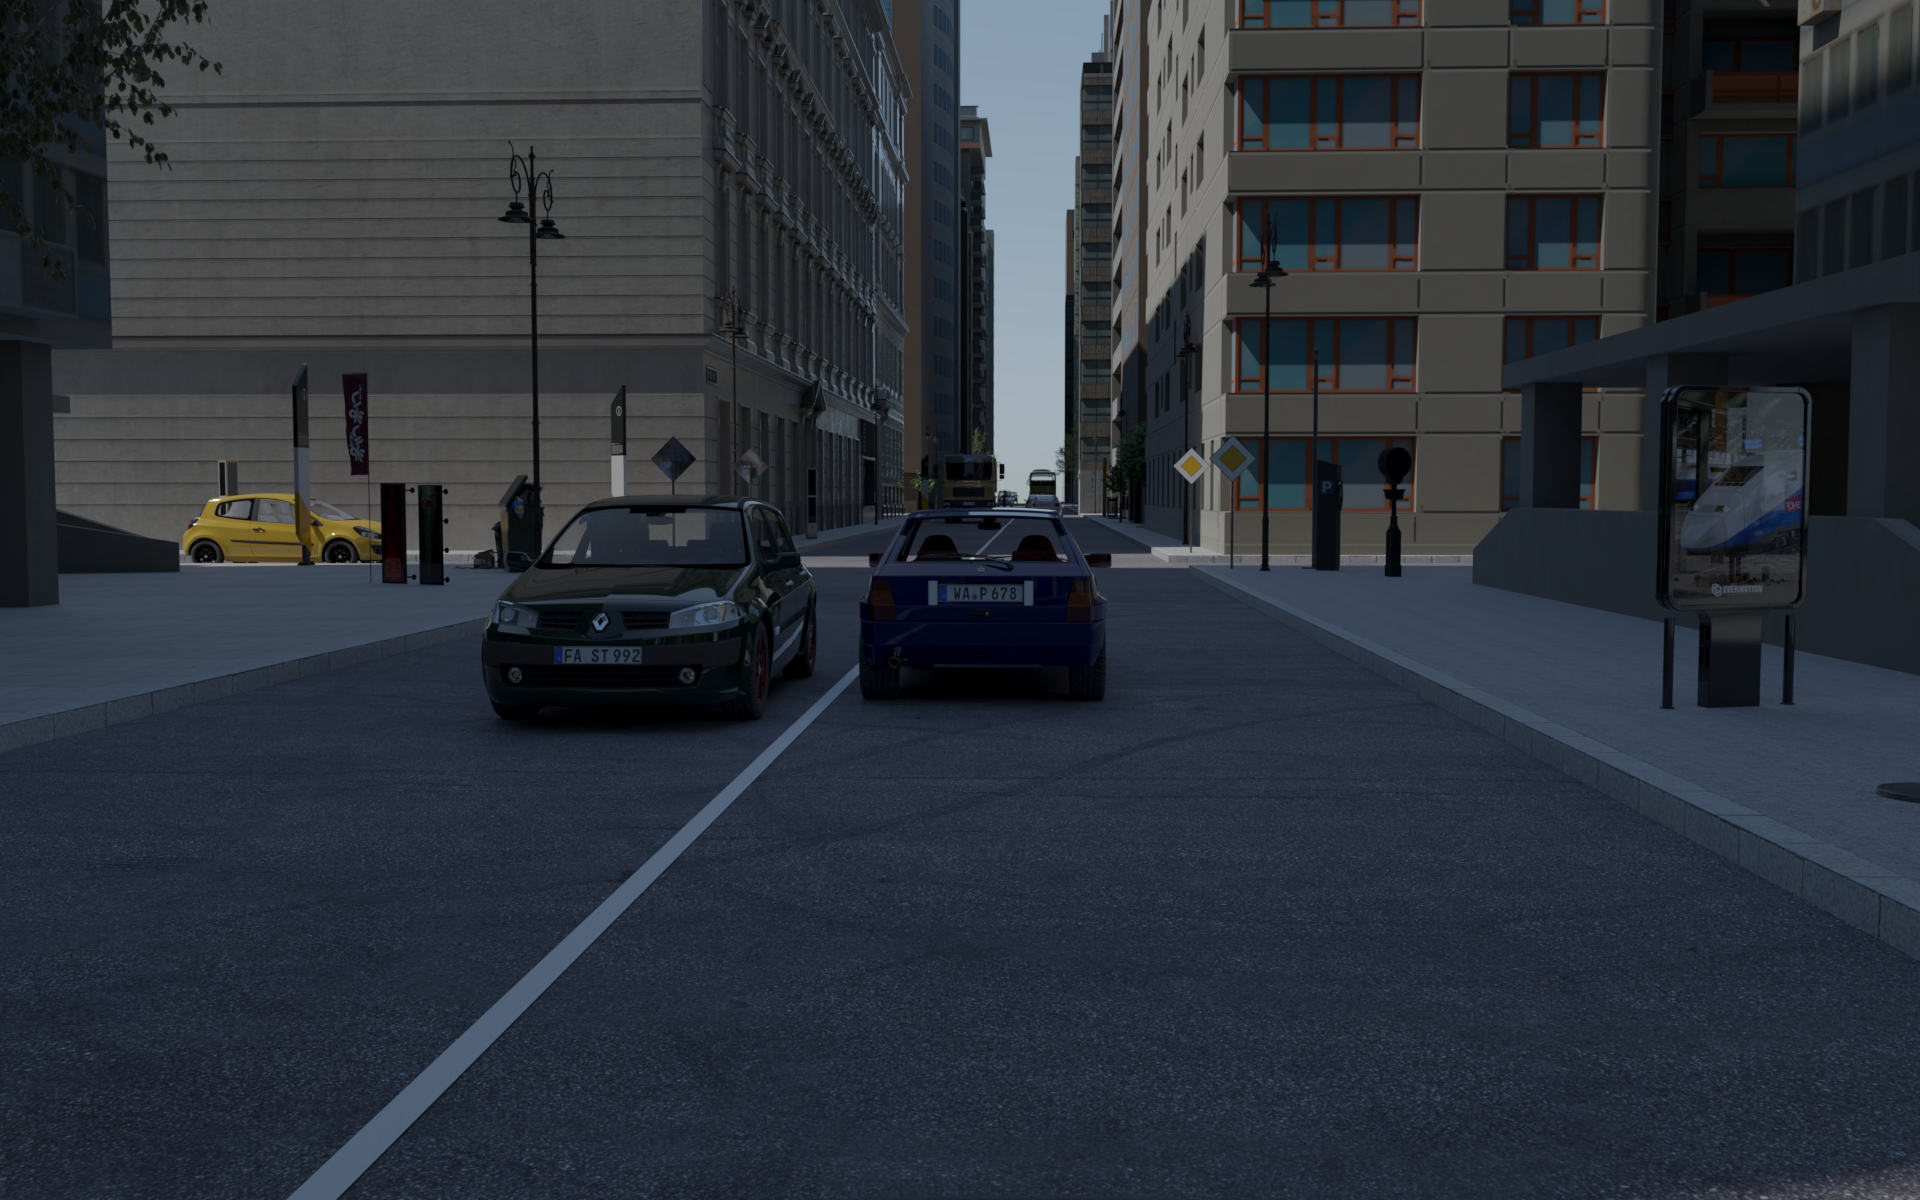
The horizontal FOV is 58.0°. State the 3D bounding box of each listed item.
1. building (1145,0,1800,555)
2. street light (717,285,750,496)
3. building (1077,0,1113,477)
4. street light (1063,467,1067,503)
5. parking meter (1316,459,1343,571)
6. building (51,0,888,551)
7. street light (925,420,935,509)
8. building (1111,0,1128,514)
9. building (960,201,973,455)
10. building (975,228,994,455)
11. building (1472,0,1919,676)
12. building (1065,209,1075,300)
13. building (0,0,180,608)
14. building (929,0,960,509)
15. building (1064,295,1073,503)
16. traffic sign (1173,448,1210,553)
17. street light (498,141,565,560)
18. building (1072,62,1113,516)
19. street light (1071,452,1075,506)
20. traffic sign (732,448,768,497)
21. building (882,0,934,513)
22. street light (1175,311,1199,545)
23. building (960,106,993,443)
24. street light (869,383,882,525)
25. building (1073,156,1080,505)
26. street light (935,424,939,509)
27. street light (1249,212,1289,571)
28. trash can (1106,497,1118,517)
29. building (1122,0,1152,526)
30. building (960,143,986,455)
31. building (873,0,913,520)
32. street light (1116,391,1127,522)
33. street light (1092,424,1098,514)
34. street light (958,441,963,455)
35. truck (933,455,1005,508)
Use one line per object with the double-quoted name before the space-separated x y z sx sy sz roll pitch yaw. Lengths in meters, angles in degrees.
"building" 20.635 -12.473 48.978 28.899 21.520 27.650 0 4 3
"street light" -5.014 -4.018 38.478 0.468 5.910 1.993 0 4 3
"building" 23.873 -33.804 172.299 23.786 49.044 30.456 0 4 3
"street light" 16.170 -18.289 271.815 0.468 5.910 1.993 0 4 3
"parking meter" 6.195 -1.427 29.041 0.399 1.863 0.255 2 4 29
"building" -12.633 -17.335 59.845 17.030 29.872 44.131 0 4 3
"street light" -1.965 -8.181 106.552 0.468 5.910 1.993 0 4 3
"building" 19.998 -29.173 100.678 21.300 48.544 21.600 0 4 3
"building" -5.982 -24.852 178.023 14.160 30.474 14.107 0 4 3
"building" -2.041 -35.294 260.658 14.154 41.232 14.086 0 4 3
"building" 23.124 -19.822 15.964 32.217 40.220 23.993 0 4 3
"building" 22.979 -37.545 263.977 14.600 45.320 14.200 0 4 3
"building" -21.936 -19.684 13.707 23.993 40.220 32.217 0 4 3
"building" -11.072 -36.690 141.883 21.231 58.520 28.212 0 4 3
"building" 22.106 -29.273 250.311 14.160 30.474 14.107 0 4 3
"traffic sign" 5.021 -2.078 37.618 0.795 2.450 0.064 0 4 3
"street light" -5.684 -3.081 23.159 0.468 5.910 1.993 0 4 3
"building" 15.195 -21.264 119.368 14.160 30.474 14.107 0 4 3
"street light" 13.152 -14.161 204.317 0.468 5.910 1.993 0 4 3
"traffic sign" -4.612 -2.106 38.077 0.795 2.450 0.064 0 4 3
"building" -9.137 -28.795 120.915 14.600 45.320 14.200 0 4 3
"street light" 5.731 -4.346 43.842 0.468 5.910 1.993 0 4 3
"building" -10.188 -39.785 239.728 28.713 52.752 27.495 0 4 3
"street light" -3.505 -6.082 72.223 0.468 5.910 1.993 0 4 3
"building" 20.946 -32.305 211.773 14.154 41.232 14.086 0 4 3
"street light" -1.565 -8.699 115.018 0.468 5.910 1.993 0 4 3
"street light" 5.093 -3.422 28.737 0.468 5.910 1.993 0 4 3
"trash can" 8.368 -5.103 95.090 0.748 1.137 0.748 0 3 0
"building" 14.346 -25.997 75.154 14.600 45.320 14.200 0 4 3
"building" -8.134 -34.073 211.711 22.147 44.769 28.867 0 4 3
"building" -9.871 -18.712 91.852 13.634 28.700 20.117 0 4 3
"street light" 7.257 -6.438 78.055 0.468 5.910 1.993 0 4 3
"street light" 9.229 -9.019 120.247 0.468 5.910 1.993 0 4 3
"street light" 0.104 -10.763 148.756 0.468 5.910 1.993 0 4 3
"truck" 0.548 -5.592 87.358 3.469 3.379 9.791 0 4 2
